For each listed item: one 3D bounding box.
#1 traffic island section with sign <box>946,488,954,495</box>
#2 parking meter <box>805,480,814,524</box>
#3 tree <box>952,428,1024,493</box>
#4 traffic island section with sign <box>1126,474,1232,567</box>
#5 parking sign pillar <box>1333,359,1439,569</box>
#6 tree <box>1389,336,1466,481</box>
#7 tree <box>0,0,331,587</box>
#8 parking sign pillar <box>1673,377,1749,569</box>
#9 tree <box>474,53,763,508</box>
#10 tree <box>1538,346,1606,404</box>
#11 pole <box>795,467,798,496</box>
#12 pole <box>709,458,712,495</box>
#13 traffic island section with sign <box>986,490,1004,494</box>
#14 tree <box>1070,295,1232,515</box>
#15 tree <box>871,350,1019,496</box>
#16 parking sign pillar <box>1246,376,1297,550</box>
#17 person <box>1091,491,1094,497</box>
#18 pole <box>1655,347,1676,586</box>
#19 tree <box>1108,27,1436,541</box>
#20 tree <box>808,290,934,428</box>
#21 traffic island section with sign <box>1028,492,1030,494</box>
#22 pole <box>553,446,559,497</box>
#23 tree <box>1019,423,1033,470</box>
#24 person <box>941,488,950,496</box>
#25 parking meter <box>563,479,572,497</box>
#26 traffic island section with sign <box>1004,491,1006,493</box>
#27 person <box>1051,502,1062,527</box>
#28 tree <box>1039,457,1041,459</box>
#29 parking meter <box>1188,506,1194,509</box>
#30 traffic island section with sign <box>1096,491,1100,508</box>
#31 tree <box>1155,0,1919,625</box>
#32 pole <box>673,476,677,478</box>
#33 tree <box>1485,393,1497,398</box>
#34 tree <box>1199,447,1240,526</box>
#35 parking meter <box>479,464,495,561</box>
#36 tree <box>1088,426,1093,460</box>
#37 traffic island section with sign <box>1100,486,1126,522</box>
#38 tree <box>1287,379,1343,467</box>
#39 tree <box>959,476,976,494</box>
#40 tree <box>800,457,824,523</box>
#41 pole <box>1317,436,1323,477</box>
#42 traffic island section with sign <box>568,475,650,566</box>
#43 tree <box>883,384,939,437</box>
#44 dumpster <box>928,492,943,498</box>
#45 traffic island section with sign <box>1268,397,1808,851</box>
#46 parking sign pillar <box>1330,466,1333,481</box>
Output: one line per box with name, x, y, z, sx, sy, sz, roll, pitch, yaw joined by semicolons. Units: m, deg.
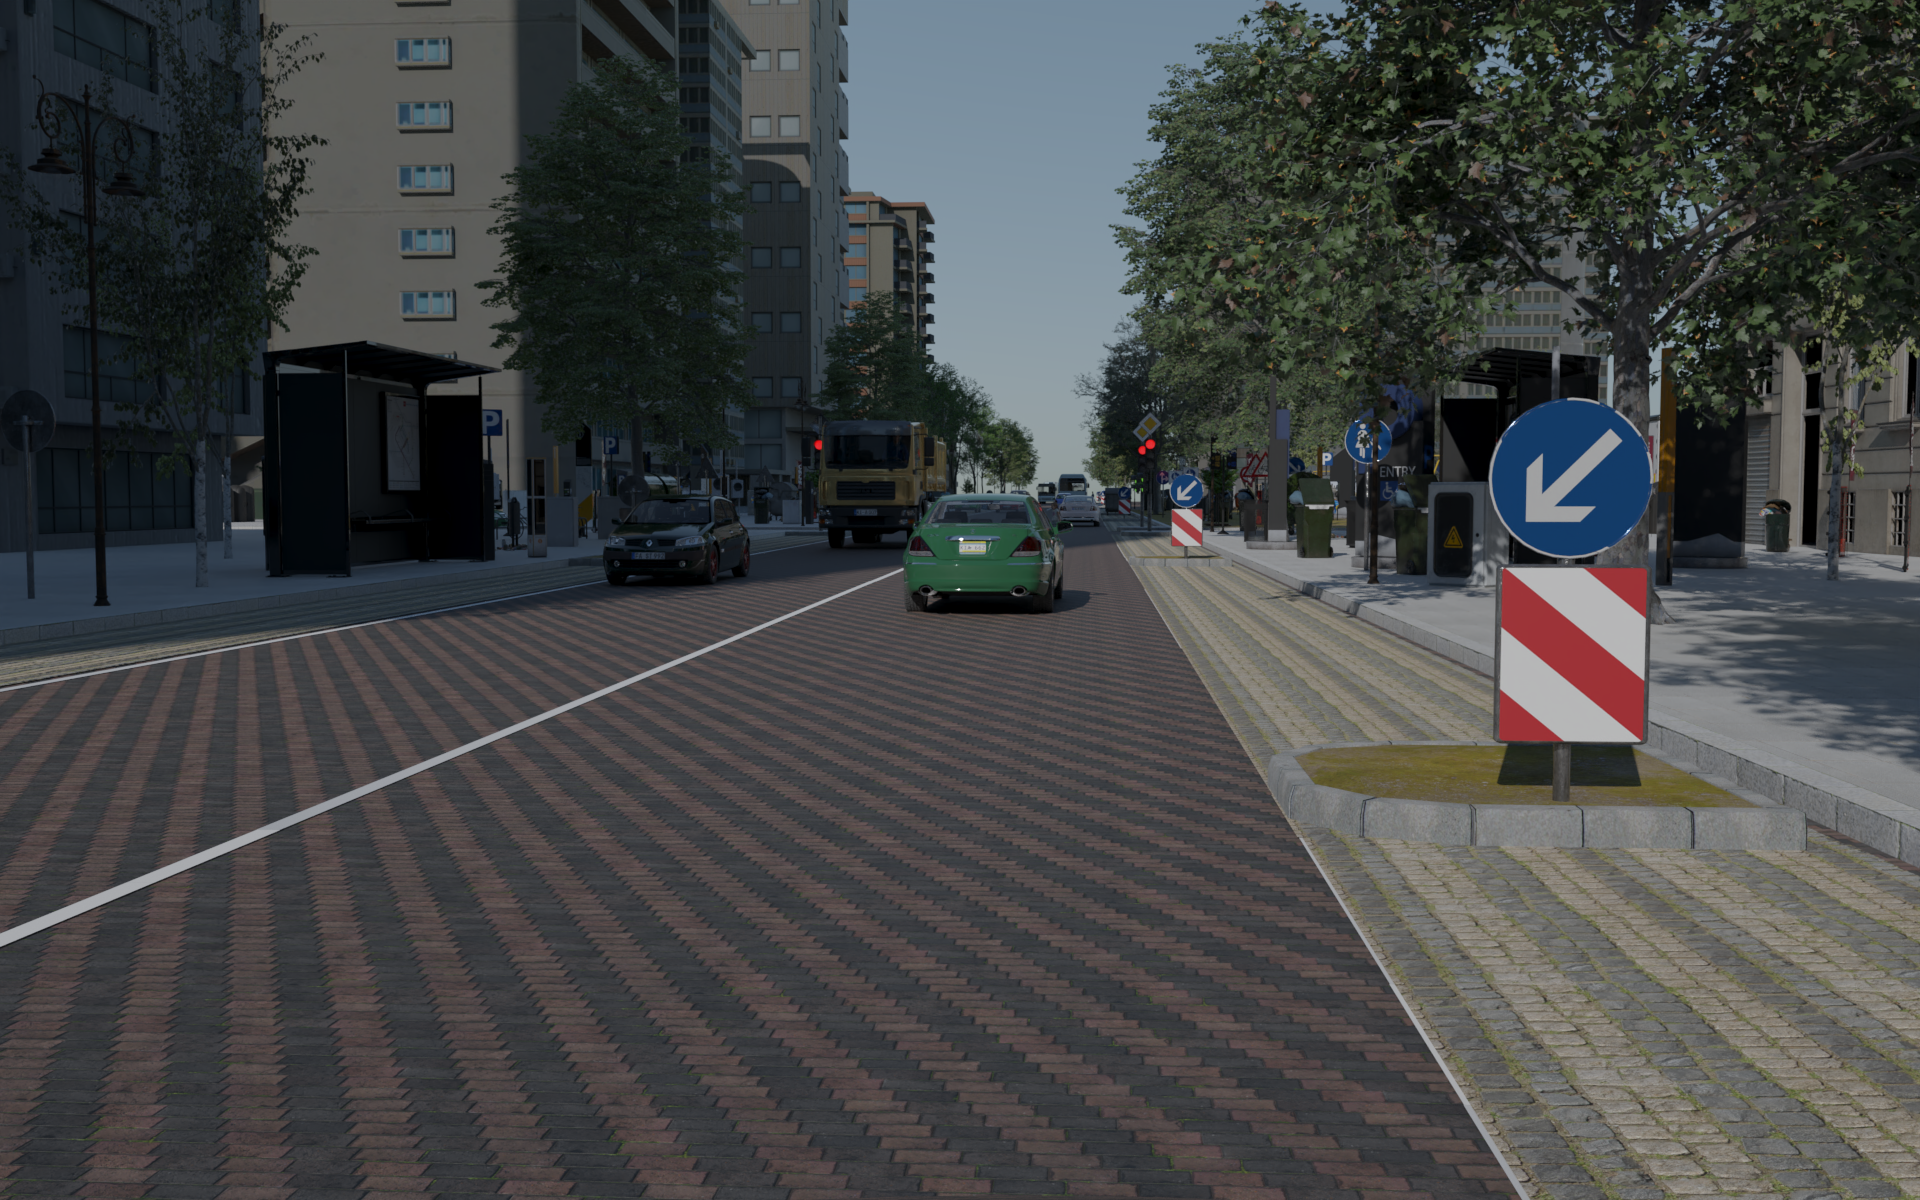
traffic island section with sign;-0.707;-6.670;117.674;1.989;1.847;2.006;0;4;4
parking meter;-6.382;-4.145;73.487;0.255;1.863;0.399;1;4;17
tree;2.386;-16.455;203.446;7.601;10.594;8.767;-1;4;-13
traffic island section with sign;4.421;-1.610;34.948;1.989;1.847;2.006;0;4;4
parking sign pillar;7.591;-2.553;30.217;1.447;3.967;1.447;3;5;44
tree;19.799;-7.717;76.527;4.360;8.622;3.978;0;3;0
tree;-10.696;-4.486;23.708;4.360;8.622;3.978;0;3;0
parking sign pillar;13.033;-2.556;30.267;1.447;3.967;1.447;2;4;32
tree;-8.934;-7.790;45.487;7.486;12.596;7.792;0;3;0
tree;29.449;-8.267;85.520;4.737;8.622;4.395;0;3;0
pole;-12.283;-8.323;129.925;0.158;3.312;0.155;0;3;0
pole;-14.097;-6.364;97.897;0.158;3.312;0.155;0;3;0
traffic island section with sign;2.935;-9.749;168.017;1.989;1.847;2.006;0;4;4
tree;11.977;-12.010;106.737;12.009;13.543;11.850;0;3;0
tree;-2.828;-12.203;125.272;9.928;11.665;9.643;0;3;0
parking sign pillar;7.405;-3.169;40.290;1.447;3.967;1.447;1;4;11
person;19.237;-14.856;251.384;0.705;1.826;1.348;-1;4;-20
pole;9.884;-1.858;24.224;0.158;3.312;0.155;0;3;0
tree;8.653;-8.559;46.602;9.857;13.997;8.962;0;3;0
tree;-4.838;-10.929;96.811;7.486;12.596;7.792;0;3;0
traffic island section with sign;10.888;-16.437;277.373;1.989;1.847;2.006;0;4;4
pole;-17.157;-4.877;73.574;0.158;3.312;0.155;0;3;0
tree;-0.555;-13.845;152.124;9.928;11.665;9.643;0;3;0
person;-0.797;-5.606;100.175;0.660;1.820;0.620;0;4;5
parking meter;-15.549;-3.850;68.663;0.255;1.863;0.399;0;4;-1
traffic island section with sign;4.891;-11.393;194.901;1.989;1.847;2.006;0;4;4
person;2.723;-2.135;48.423;0.382;1.210;0.505;-2;4;-26
tree;10.294;-23.512;302.543;7.486;12.596;7.792;0;3;0
parking meter;12.829;-5.373;96.254;0.372;1.533;0.369;0;3;0
traffic island section with sign;10.409;-6.645;117.277;1.989;1.847;2.006;0;4;4
tree;6.768;-6.114;16.972;9.611;12.733;9.660;0;3;0
pole;-14.994;-5.952;91.158;0.158;3.312;0.155;0;3;0
tree;37.152;-10.442;121.086;4.737;8.622;4.395;0;3;0
tree;10.843;-4.749;72.252;1.663;3.219;1.824;0;3;0
parking meter;-9.183;-1.696;33.440;0.255;1.863;0.399;-3;5;-41
tree;14.293;-13.332;124.627;9.857;13.997;8.962;0;3;0
traffic island section with sign;8.457;-5.001;90.393;1.989;1.847;2.006;0;4;4
tree;21.079;-9.541;106.361;4.737;8.622;4.395;0;3;0
tree;0.696;-10.905;172.905;1.663;3.219;1.824;0;3;0
tree;-5.914;-5.019;76.668;1.663;3.219;1.824;0;3;0
pole;12.413;-4.032;59.760;0.158;3.312;0.155;0;3;0
traffic island section with sign;-6.710;-1.623;35.165;1.989;1.847;2.006;0;4;4
tree;-3.274;-9.886;112.005;4.737;8.622;4.395;0;3;0
dumpster;-1.784;-7.866;134.362;1.264;1.857;1.865;0;4;4
traffic island section with sign;2.465;0.043;7.923;1.989;1.847;2.006;0;4;4
parking sign pillar;20.062;-6.260;90.823;1.447;3.967;1.447;3;5;43
